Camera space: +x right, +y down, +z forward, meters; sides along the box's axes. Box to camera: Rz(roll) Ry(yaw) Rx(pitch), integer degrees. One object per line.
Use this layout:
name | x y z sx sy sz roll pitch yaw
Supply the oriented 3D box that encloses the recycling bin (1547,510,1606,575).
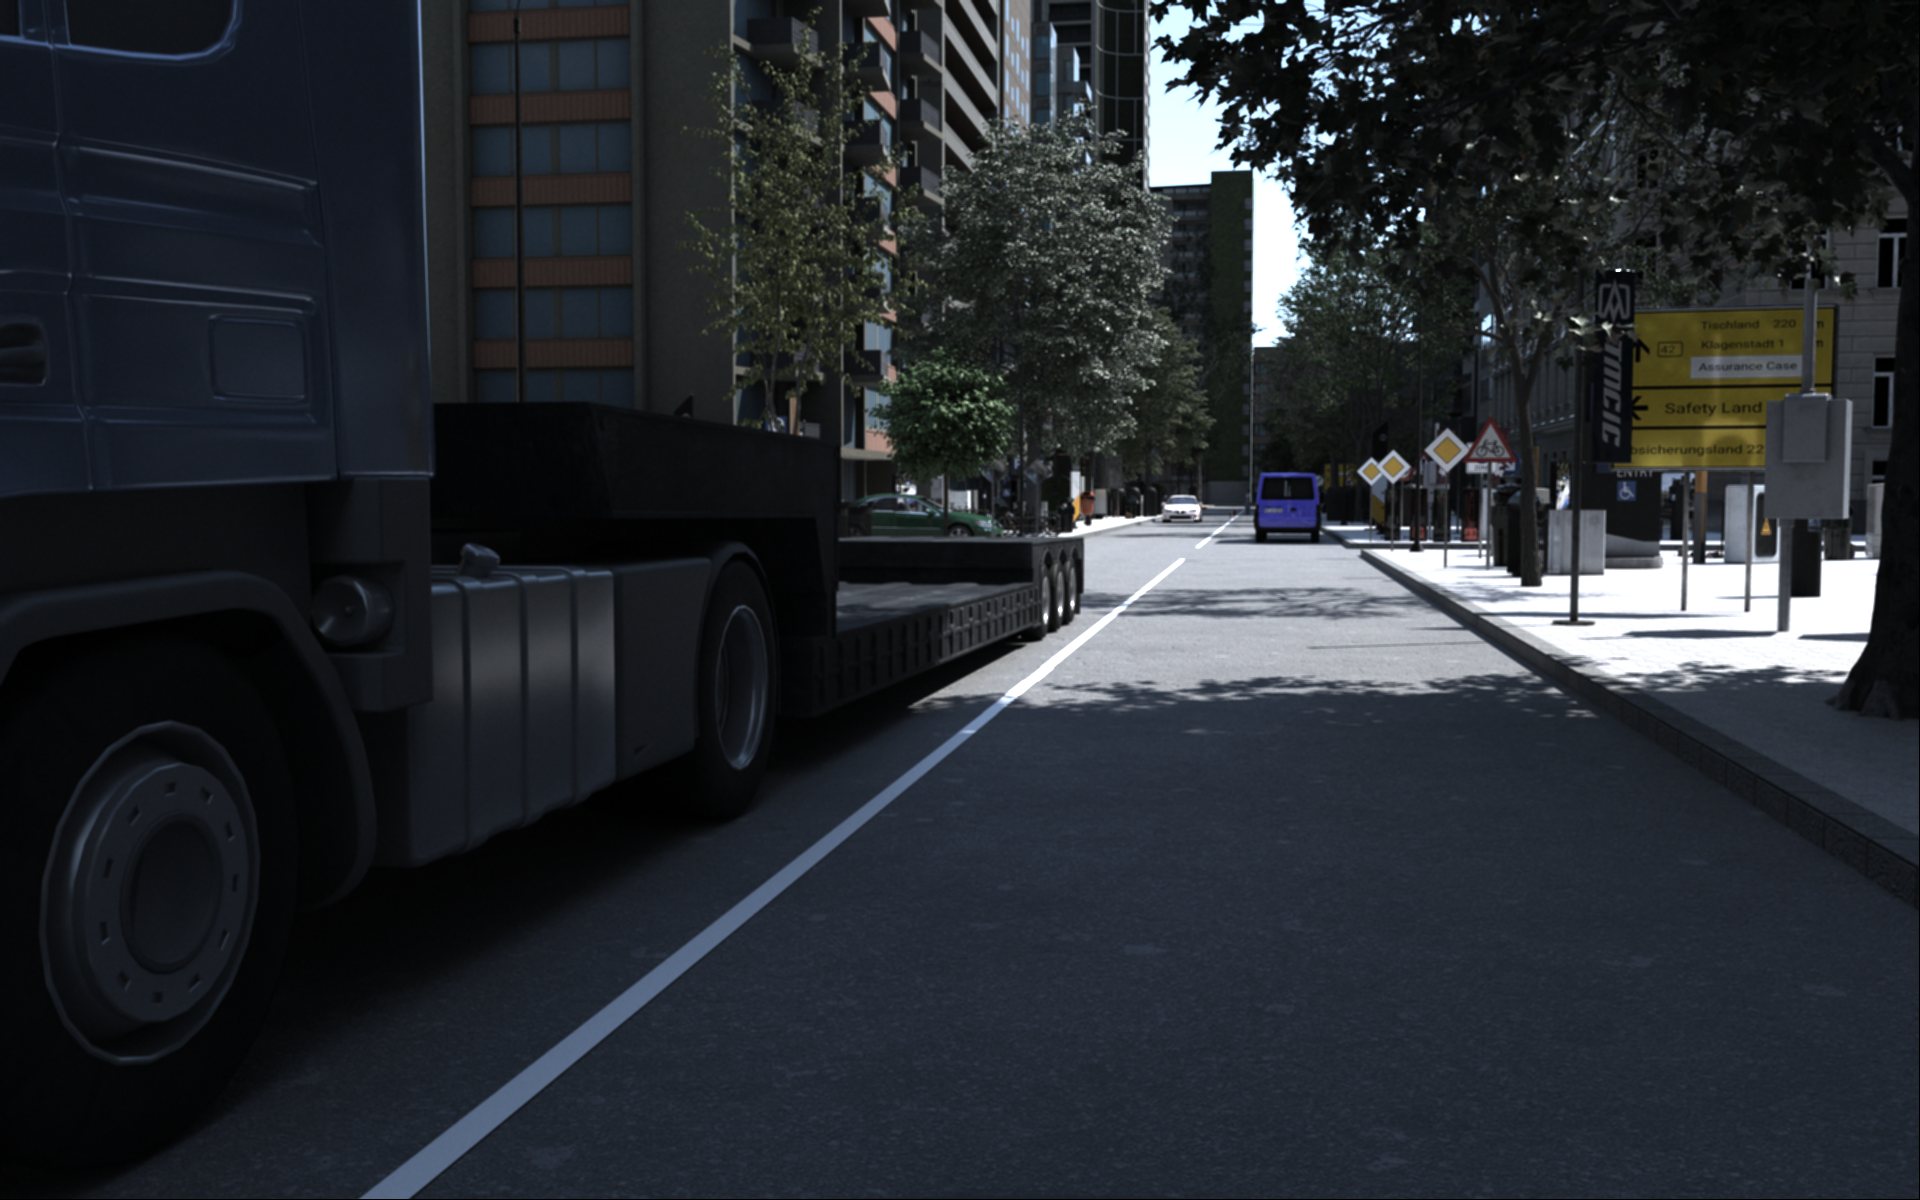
recycling bin | 9.842 -0.928 27.725 0.722 1.027 0.722 0 4 -3

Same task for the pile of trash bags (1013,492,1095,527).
pile of trash bags | 3.661 -3.598 68.586 3.447 1.369 1.912 1 4 15

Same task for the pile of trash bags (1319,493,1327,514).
pile of trash bags | 23.885 -6.414 114.616 1.912 1.369 3.447 1 4 15

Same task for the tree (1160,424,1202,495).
tree | 20.109 -12.467 154.196 4.360 8.622 3.978 0 3 0

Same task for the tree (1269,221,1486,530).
tree | 14.916 -8.305 61.546 9.928 11.665 9.643 0 3 0

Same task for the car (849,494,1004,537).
car | -1.300 -2.053 45.370 4.920 1.459 2.131 1 4 10

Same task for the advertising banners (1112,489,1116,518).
advertising banners | 8.518 -6.063 95.320 0.090 3.025 2.074 1 4 10

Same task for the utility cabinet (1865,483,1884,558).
utility cabinet | 18.243 -1.575 34.432 0.318 1.500 1.173 1 4 21

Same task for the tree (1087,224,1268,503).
tree | 14.843 -16.229 121.230 12.611 20.169 13.585 0 3 0

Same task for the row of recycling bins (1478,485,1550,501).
row of recycling bins | 24.505 -4.227 76.220 3.534 1.692 1.069 0 4 3

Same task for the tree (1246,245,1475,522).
tree | 18.477 -10.345 79.509 12.009 13.543 11.850 0 3 0

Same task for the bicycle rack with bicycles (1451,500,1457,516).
bicycle rack with bicycles | 30.847 -5.606 105.044 2.852 0.926 2.925 -1 4 -17

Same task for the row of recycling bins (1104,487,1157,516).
row of recycling bins | 9.632 -5.668 99.789 3.534 1.692 1.069 1 4 18

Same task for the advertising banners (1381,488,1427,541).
advertising banners | 12.483 -3.119 47.188 2.074 3.025 0.090 3 4 38

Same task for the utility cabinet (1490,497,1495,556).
utility cabinet | 11.378 -1.531 36.192 0.306 1.237 1.020 2 4 32

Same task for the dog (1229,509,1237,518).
dog | 16.533 -5.239 104.952 0.406 0.507 0.540 1 4 19

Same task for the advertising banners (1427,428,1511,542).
advertising banners | 13.607 -3.059 46.195 2.074 3.025 0.090 0 4 3

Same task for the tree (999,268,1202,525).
tree | 5.207 -8.345 70.859 8.767 10.594 7.601 1 4 11

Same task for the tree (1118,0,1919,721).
tree | 5.610 -5.668 9.677 9.611 12.733 9.660 0 3 0

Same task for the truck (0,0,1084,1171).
truck | -1.547 -1.286 10.781 2.967 4.110 18.799 1 4 11

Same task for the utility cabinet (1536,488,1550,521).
utility cabinet | 21.983 -3.496 65.836 1.173 1.500 0.318 -3 5 -42

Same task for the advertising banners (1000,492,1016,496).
advertising banners | 3.052 -7.663 121.471 2.074 3.025 0.090 0 4 -5

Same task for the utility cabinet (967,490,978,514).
utility cabinet | 0.639 -5.351 96.175 0.318 1.500 1.173 -1 4 -22

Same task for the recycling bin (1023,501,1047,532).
recycling bin | 2.515 -2.836 58.928 0.722 1.027 0.722 -1 4 -21

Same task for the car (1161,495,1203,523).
car | 11.257 -4.601 87.580 2.083 1.381 4.827 1 4 10

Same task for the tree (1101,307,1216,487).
tree | 11.570 -11.405 104.599 7.486 12.596 7.792 0 3 0

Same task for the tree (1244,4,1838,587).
tree | 8.037 -5.486 24.114 8.767 10.594 7.601 1 4 11

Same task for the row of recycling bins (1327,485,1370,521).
row of recycling bins | 19.028 -4.714 84.188 1.069 1.692 3.534 3 5 43

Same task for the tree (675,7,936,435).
tree | -2.602 -4.704 27.271 4.737 8.622 4.395 0 3 0

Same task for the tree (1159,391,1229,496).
tree | 21.548 -14.444 161.912 9.928 11.665 9.643 0 3 0

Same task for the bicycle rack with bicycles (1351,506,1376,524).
bicycle rack with bicycles | 18.233 -3.763 74.906 2.852 0.926 2.925 -2 4 -24

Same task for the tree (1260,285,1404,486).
tree | 19.338 -10.598 91.404 7.486 12.596 7.792 0 3 0

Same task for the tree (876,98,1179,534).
tree | 2.272 -9.139 56.080 9.857 13.997 8.962 0 3 0

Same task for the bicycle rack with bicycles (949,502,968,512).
bicycle rack with bicycles | 0.082 -3.714 74.110 2.925 0.926 2.852 0 4 -7

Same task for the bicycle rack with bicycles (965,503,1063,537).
bicycle rack with bicycles | 1.733 -2.341 51.659 2.925 0.926 2.852 0 4 -2

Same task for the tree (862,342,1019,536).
tree | -0.408 -3.291 37.520 4.285 4.588 4.351 0 3 0

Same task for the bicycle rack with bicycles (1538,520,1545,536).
bicycle rack with bicycles | 18.178 -2.474 53.830 2.925 0.926 2.852 0 4 -4

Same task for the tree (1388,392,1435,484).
tree | 29.761 -10.012 114.061 4.737 8.622 4.395 0 3 0

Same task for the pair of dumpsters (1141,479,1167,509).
pair of dumpsters | 12.577 -6.719 112.346 1.574 2.255 4.437 1 4 10

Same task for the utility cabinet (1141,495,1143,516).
utility cabinet | 10.899 -5.615 102.964 0.306 1.237 1.020 3 5 39

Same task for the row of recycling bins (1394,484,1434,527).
row of recycling bins | 18.448 -3.816 69.503 1.069 1.692 3.534 2 4 31
